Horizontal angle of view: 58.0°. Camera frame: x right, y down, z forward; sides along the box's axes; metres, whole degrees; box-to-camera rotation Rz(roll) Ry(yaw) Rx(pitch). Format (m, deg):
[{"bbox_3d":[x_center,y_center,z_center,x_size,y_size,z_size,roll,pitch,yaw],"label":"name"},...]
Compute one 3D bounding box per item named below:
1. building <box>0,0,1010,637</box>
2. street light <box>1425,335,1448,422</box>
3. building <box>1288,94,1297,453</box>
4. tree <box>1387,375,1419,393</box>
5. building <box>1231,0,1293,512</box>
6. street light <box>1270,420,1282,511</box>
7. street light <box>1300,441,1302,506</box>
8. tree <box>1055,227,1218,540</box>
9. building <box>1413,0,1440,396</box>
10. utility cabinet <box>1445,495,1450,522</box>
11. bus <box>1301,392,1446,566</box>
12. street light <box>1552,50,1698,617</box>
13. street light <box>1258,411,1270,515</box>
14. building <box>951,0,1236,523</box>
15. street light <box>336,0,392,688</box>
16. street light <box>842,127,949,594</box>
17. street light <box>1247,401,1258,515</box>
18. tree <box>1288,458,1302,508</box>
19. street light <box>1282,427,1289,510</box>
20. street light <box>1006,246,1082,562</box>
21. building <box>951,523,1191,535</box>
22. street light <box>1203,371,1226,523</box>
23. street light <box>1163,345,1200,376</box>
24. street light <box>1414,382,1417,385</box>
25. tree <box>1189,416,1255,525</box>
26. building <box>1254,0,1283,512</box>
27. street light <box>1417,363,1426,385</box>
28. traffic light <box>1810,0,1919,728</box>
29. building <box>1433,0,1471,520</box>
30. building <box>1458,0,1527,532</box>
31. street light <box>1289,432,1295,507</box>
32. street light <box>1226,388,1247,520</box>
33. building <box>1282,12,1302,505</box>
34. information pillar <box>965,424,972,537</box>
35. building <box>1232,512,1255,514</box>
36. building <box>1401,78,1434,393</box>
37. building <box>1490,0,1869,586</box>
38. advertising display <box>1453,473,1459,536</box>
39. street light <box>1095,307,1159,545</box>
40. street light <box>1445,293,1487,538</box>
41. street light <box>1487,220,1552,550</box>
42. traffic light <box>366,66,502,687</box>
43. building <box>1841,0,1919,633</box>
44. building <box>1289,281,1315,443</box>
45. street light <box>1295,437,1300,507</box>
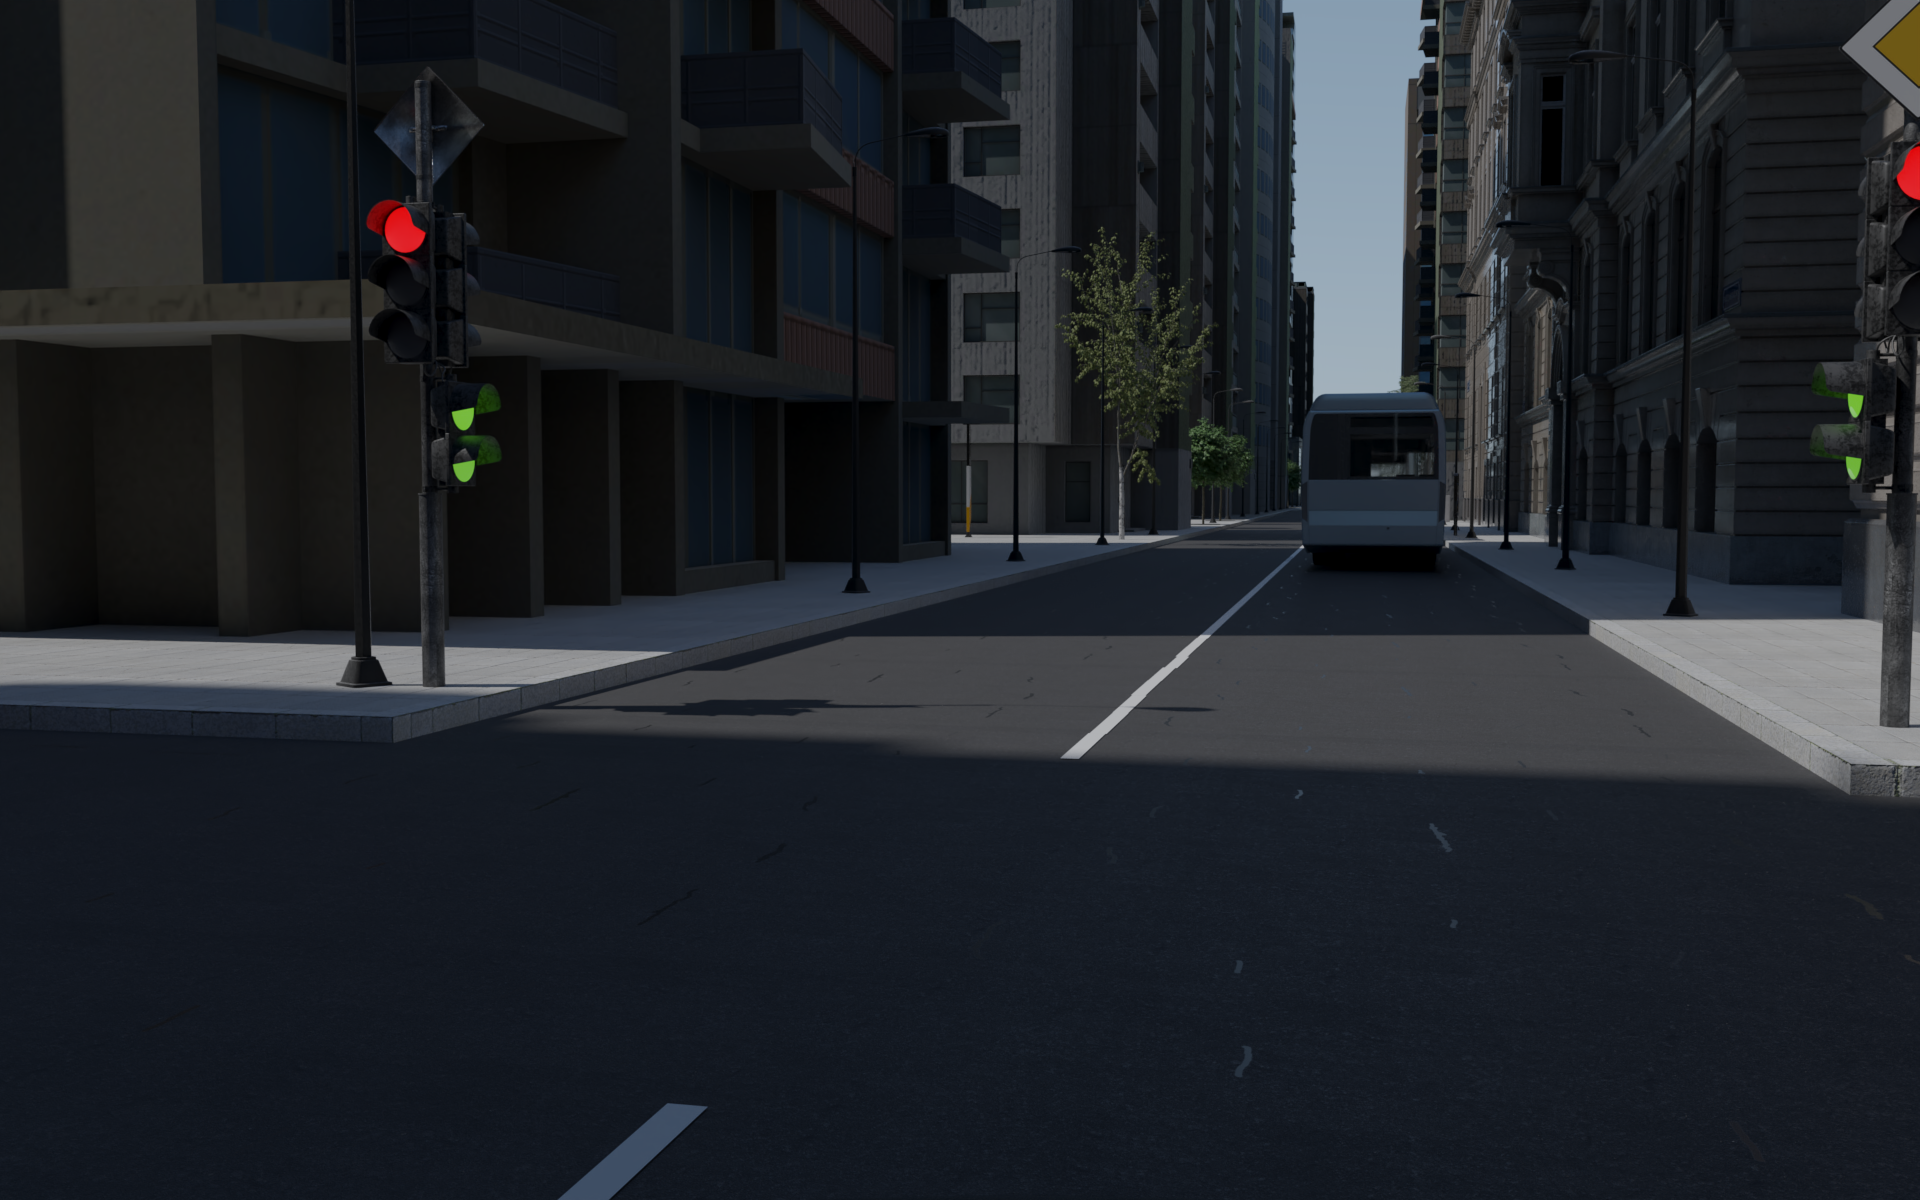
[{"bbox_3d":[-11.427,-22.899,29.032,22.147,44.769,28.867,1,4,13],"label":"building"},{"bbox_3d":[14.441,-4.776,50.629,1.470,5.913,1.316,1,4,13],"label":"street light"},{"bbox_3d":[23.729,-32.274,182.303,22.147,44.769,28.867,1,4,13],"label":"building"},{"bbox_3d":[42.500,-15.122,165.367,7.486,12.596,7.792,0,3,0],"label":"tree"},{"bbox_3d":[21.038,-28.475,149.159,14.154,41.232,14.086,1,4,13],"label":"building"},{"bbox_3d":[19.170,-8.307,108.353,1.470,5.913,1.316,1,4,13],"label":"street light"},{"bbox_3d":[29.229,-10.962,151.772,1.470,5.913,1.316,1,4,13],"label":"street light"},{"bbox_3d":[4.775,-5.998,48.434,4.737,8.622,4.395,0,3,0],"label":"tree"},{"bbox_3d":[48.231,-29.656,139.498,22.147,44.769,28.867,1,4,13],"label":"building"},{"bbox_3d":[22.218,-4.160,79.178,0.306,1.237,1.020,1,4,12],"label":"utility cabinet"},{"bbox_3d":[9.123,-2.635,37.938,2.948,3.499,13.247,1,4,14],"label":"bus"},{"bbox_3d":[7.065,-2.792,18.194,1.470,5.913,1.316,1,4,13],"label":"street light"},{"bbox_3d":[16.488,-7.642,97.487,1.470,5.913,1.316,1,4,13],"label":"street light"},{"bbox_3d":[7.217,-19.679,93.446,14.160,30.474,14.107,1,4,13],"label":"building"},{"bbox_3d":[-3.473,-2.372,11.316,1.470,5.913,1.316,1,4,13],"label":"street light"},{"bbox_3d":[-0.825,-3.038,22.210,1.470,5.913,1.316,1,4,13],"label":"street light"},{"bbox_3d":[13.923,-6.958,86.296,1.470,5.913,1.316,1,4,13],"label":"street light"},{"bbox_3d":[30.389,-10.771,159.821,4.285,4.588,4.351,0,3,0],"label":"tree"},{"bbox_3d":[21.769,-9.003,119.735,1.470,5.913,1.316,1,4,13],"label":"street light"},{"bbox_3d":[1.591,-3.682,32.739,1.470,5.913,1.316,1,4,13],"label":"street light"},{"bbox_3d":[0.394,-17.621,59.809,14.160,30.474,14.107,1,4,13],"label":"building"},{"bbox_3d":[9.154,-5.696,65.666,1.470,5.913,1.316,1,4,13],"label":"street light"},{"bbox_3d":[6.621,-4.999,54.269,1.470,5.913,1.316,1,4,13],"label":"street light"},{"bbox_3d":[19.487,-6.067,71.739,1.470,5.913,1.316,1,4,13],"label":"street light"},{"bbox_3d":[10.113,-5.428,72.454,4.285,4.588,4.351,0,3,0],"label":"tree"},{"bbox_3d":[12.614,-35.897,128.908,21.231,58.520,28.212,1,4,13],"label":"building"},{"bbox_3d":[16.992,-5.424,61.229,1.470,5.913,1.316,1,4,13],"label":"street light"},{"bbox_3d":[5.144,-1.256,9.455,0.839,4.253,0.868,1,4,13],"label":"traffic light"},{"bbox_3d":[31.916,-19.463,89.923,14.160,30.474,14.107,1,4,13],"label":"building"},{"bbox_3d":[26.533,-16.562,68.054,12.463,27.353,25.104,1,4,13],"label":"building"},{"bbox_3d":[24.200,-9.646,130.260,1.470,5.913,1.316,1,4,13],"label":"street light"},{"bbox_3d":[11.713,-6.345,76.277,1.470,5.913,1.316,1,4,13],"label":"street light"},{"bbox_3d":[30.864,-54.921,210.634,22.319,86.520,31.000,1,4,13],"label":"building"},{"bbox_3d":[0.262,-3.674,51.424,0.183,3.616,0.504,0,4,6],"label":"information pillar"},{"bbox_3d":[11.100,-25.965,108.119,14.154,41.232,14.086,1,4,13],"label":"building"},{"bbox_3d":[53.748,-32.533,182.018,14.600,45.320,14.200,1,4,13],"label":"building"},{"bbox_3d":[19.720,-13.454,39.061,14.460,24.649,34.723,1,4,13],"label":"building"},{"bbox_3d":[15.397,-2.969,53.750,0.123,1.923,0.974,1,4,18],"label":"advertising display"},{"bbox_3d":[4.099,-4.324,43.246,1.470,5.913,1.316,1,4,13],"label":"street light"},{"bbox_3d":[12.091,-4.124,39.965,1.470,5.913,1.316,1,4,13],"label":"street light"},{"bbox_3d":[9.773,-3.478,29.414,1.470,5.913,1.316,1,4,13],"label":"street light"},{"bbox_3d":[-3.494,-1.377,11.431,0.839,4.253,0.868,1,4,13],"label":"traffic light"},{"bbox_3d":[17.387,-11.149,11.164,19.941,23.489,11.050,1,4,13],"label":"building"},{"bbox_3d":[40.315,-28.240,233.426,14.160,30.474,14.107,1,4,13],"label":"building"},{"bbox_3d":[26.721,-10.320,141.265,1.470,5.913,1.316,1,4,13],"label":"street light"}]
